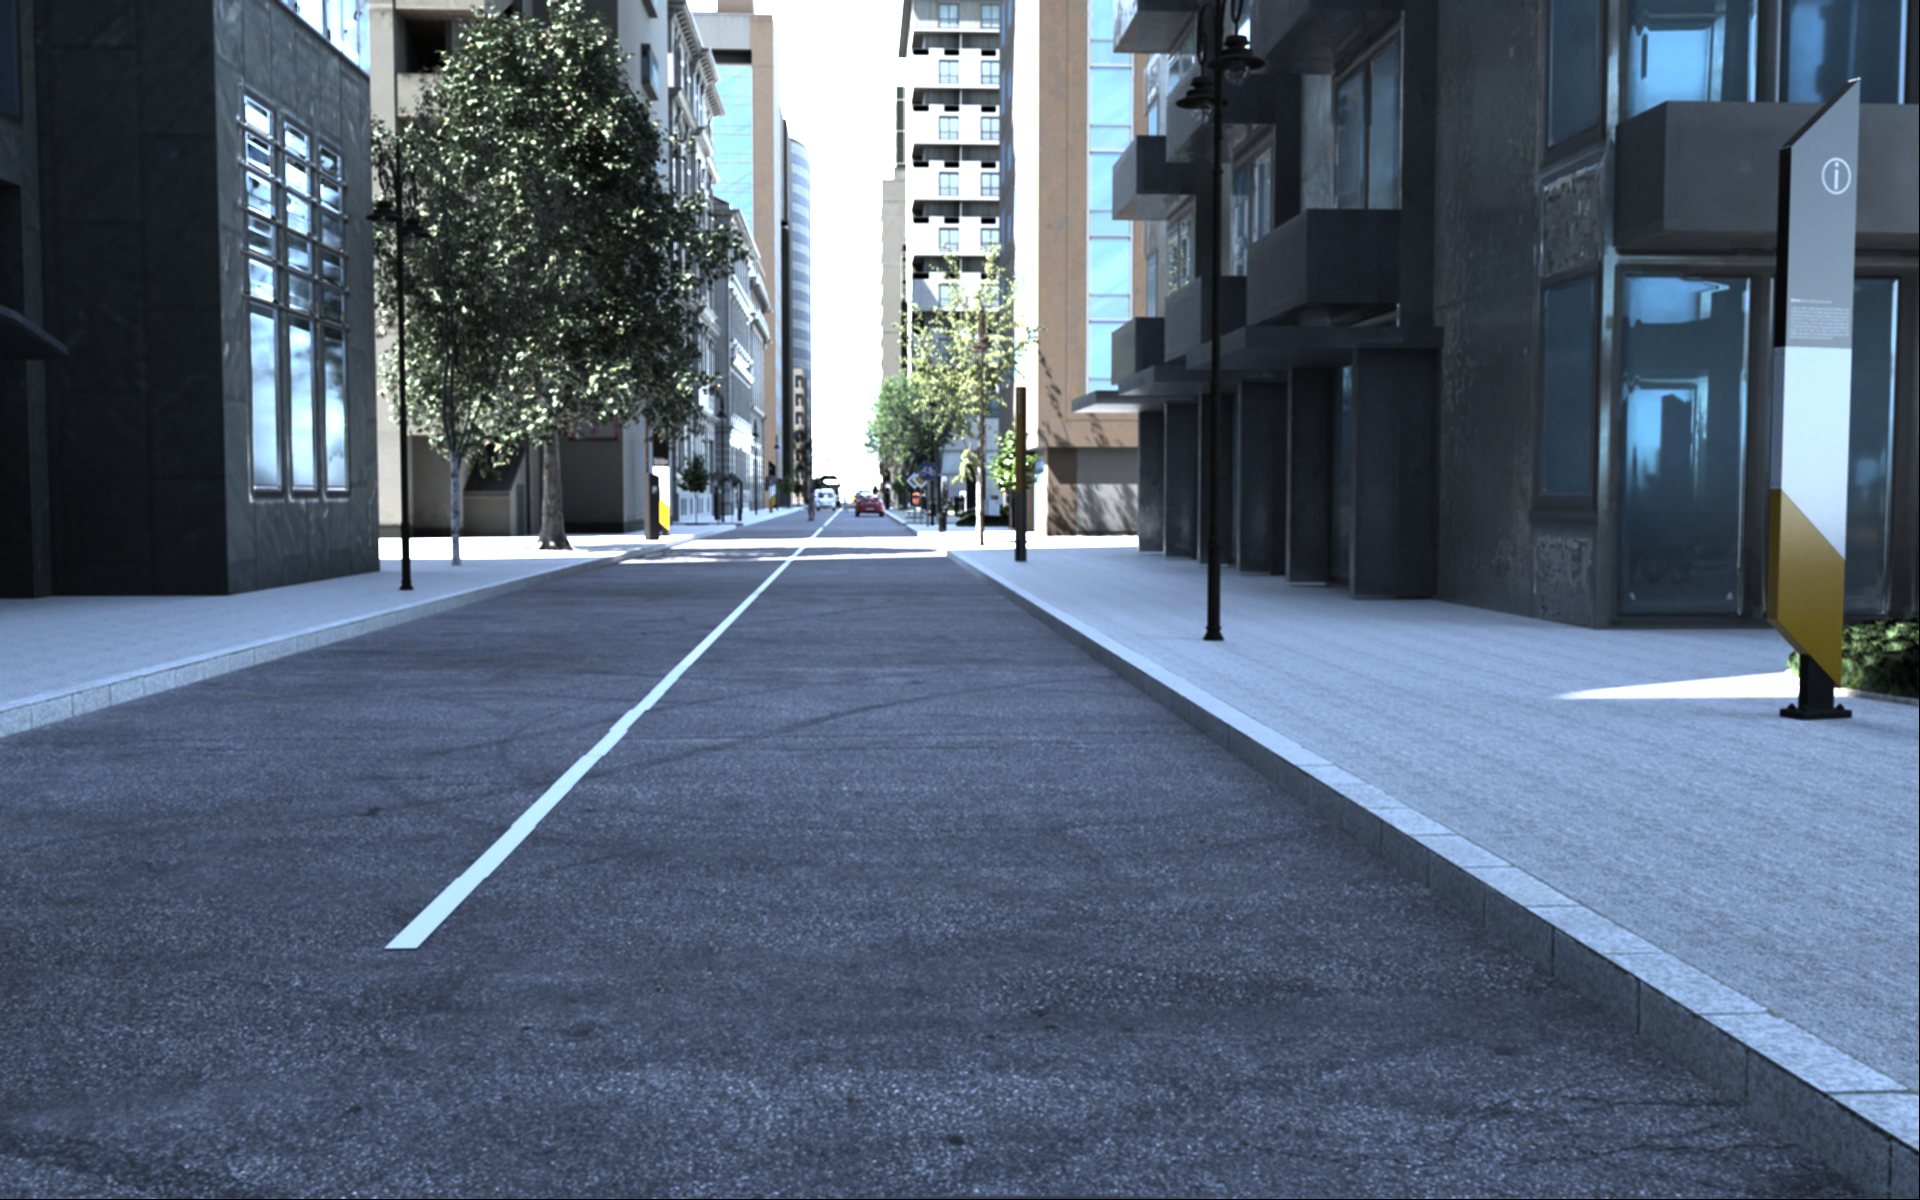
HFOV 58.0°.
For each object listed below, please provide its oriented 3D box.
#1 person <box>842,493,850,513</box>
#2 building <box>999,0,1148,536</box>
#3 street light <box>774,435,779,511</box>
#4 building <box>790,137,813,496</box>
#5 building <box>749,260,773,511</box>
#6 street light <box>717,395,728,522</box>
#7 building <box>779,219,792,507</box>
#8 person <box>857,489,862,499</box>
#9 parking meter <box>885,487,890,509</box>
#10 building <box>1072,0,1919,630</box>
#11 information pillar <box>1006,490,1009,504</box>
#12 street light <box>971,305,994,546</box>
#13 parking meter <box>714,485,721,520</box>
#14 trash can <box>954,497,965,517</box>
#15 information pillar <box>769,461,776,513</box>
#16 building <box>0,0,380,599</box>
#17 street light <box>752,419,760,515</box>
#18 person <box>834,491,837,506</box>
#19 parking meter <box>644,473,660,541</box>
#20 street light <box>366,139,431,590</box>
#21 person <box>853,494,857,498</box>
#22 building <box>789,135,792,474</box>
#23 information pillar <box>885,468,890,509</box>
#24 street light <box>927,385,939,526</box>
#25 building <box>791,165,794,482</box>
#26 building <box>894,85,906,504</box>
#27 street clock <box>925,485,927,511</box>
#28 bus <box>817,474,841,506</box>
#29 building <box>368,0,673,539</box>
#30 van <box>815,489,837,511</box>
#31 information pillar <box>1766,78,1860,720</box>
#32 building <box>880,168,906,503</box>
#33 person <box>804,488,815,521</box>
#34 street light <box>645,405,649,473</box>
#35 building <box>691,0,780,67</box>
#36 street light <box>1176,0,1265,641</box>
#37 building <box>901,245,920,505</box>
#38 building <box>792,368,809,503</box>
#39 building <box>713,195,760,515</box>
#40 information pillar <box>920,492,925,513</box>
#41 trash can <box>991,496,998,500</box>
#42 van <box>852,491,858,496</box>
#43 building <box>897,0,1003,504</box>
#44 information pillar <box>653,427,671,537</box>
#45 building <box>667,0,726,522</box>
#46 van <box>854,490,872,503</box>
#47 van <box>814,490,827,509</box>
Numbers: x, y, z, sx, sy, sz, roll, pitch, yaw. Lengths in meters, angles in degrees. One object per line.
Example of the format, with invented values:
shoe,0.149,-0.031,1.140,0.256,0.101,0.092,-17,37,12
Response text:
person,-8.627,-7.331,130.962,0.523,1.515,0.503,1,4,22
building,8.794,-24.972,58.404,14.600,45.320,14.200,0,4,-3
street light,-14.067,-9.813,133.237,0.468,5.910,1.993,0,4,-3
building,-34.759,-45.100,279.388,21.231,58.520,28.212,0,4,-3
building,-21.844,-17.957,135.400,13.314,21.916,24.055,0,4,-3
street light,-10.899,-6.528,79.517,0.468,5.910,1.993,0,4,-3
building,-24.308,-24.626,174.342,14.160,30.474,14.107,0,4,-3
person,-8.573,-8.592,148.841,0.638,1.841,0.748,-2,4,-24
parking meter,-6.190,-8.675,147.548,0.399,1.863,0.255,0,4,2
building,14.765,-24.998,28.321,23.786,49.044,30.456,0,4,-3
information pillar,4.017,-8.567,144.561,0.304,2.012,0.304,1,4,18
street light,0.541,-4.261,42.452,0.468,5.910,1.993,0,4,-3
parking meter,-12.005,-4.901,85.840,0.255,1.863,0.399,1,4,8
trash can,-0.016,-5.341,98.973,0.748,1.137,0.748,0,3,0
information pillar,-13.055,-7.887,120.300,0.504,3.616,0.183,-1,4,-9
building,-17.882,-42.664,10.225,22.319,86.520,31.000,0,4,-3
street light,-12.516,-8.160,106.211,0.468,5.910,1.993,0,4,-3
person,-15.159,-12.438,211.496,0.705,1.869,1.348,0,4,-5
parking meter,-8.490,-2.572,47.756,0.255,1.863,0.399,3,4,39
street light,-7.421,-3.074,23.044,0.468,5.910,1.993,0,4,-3
person,-13.485,-13.497,229.200,1.348,1.821,0.705,1,4,11
building,-26.210,-32.894,187.928,14.600,45.320,14.200,0,4,-3
information pillar,-6.424,-9.918,153.518,0.504,3.616,0.183,-1,4,-10
street light,-1.126,-5.980,70.568,0.468,5.910,1.993,0,4,-3
building,-26.766,-33.760,202.094,14.600,45.320,14.200,0,4,-3
building,-3.303,-52.876,302.778,20.563,71.187,20.611,0,4,-3
street clock,-2.597,-7.642,129.523,0.358,2.002,0.471,-1,4,-16
bus,-16.534,-13.988,220.252,2.896,3.916,12.252,0,4,-2
building,-21.653,-26.589,58.440,21.600,48.544,21.300,0,4,-3
van,-11.782,-8.888,152.329,2.013,2.044,4.112,0,4,-3
information pillar,4.842,-1.130,9.825,0.504,3.616,0.183,-1,4,-18
building,-0.904,-38.495,253.091,21.300,48.544,21.600,0,4,-3
person,-8.054,-5.130,92.727,0.532,1.782,0.716,-2,4,-33
street light,-9.002,-4.707,49.739,0.468,5.910,1.993,0,4,-3
building,-23.707,-31.172,159.772,14.600,45.320,14.200,0,4,-3
street light,2.230,-2.585,15.059,0.468,5.910,1.993,0,4,-3
building,0.136,-26.329,202.181,14.160,30.474,14.107,0,4,-3
building,-36.305,-24.883,251.872,27.650,21.520,28.899,0,4,-3
building,-19.387,-16.928,112.924,11.583,22.565,21.152,0,4,-3
information pillar,-2.500,-6.846,116.421,0.304,2.012,0.304,0,4,-5
trash can,3.101,-8.734,154.454,0.748,1.137,0.748,0,3,0
van,-16.329,-16.576,278.035,2.013,2.044,4.112,0,4,-4
building,8.170,-36.204,181.182,28.713,52.752,27.495,0,4,-3
information pillar,-9.013,-3.728,52.305,0.504,3.616,0.183,-1,4,-10
building,-19.862,-18.502,89.896,14.401,28.519,23.554,0,4,-3
van,-9.318,-9.865,168.301,2.013,2.044,4.112,0,4,-5
van,-13.773,-9.889,168.695,2.013,2.044,4.112,0,4,-3
